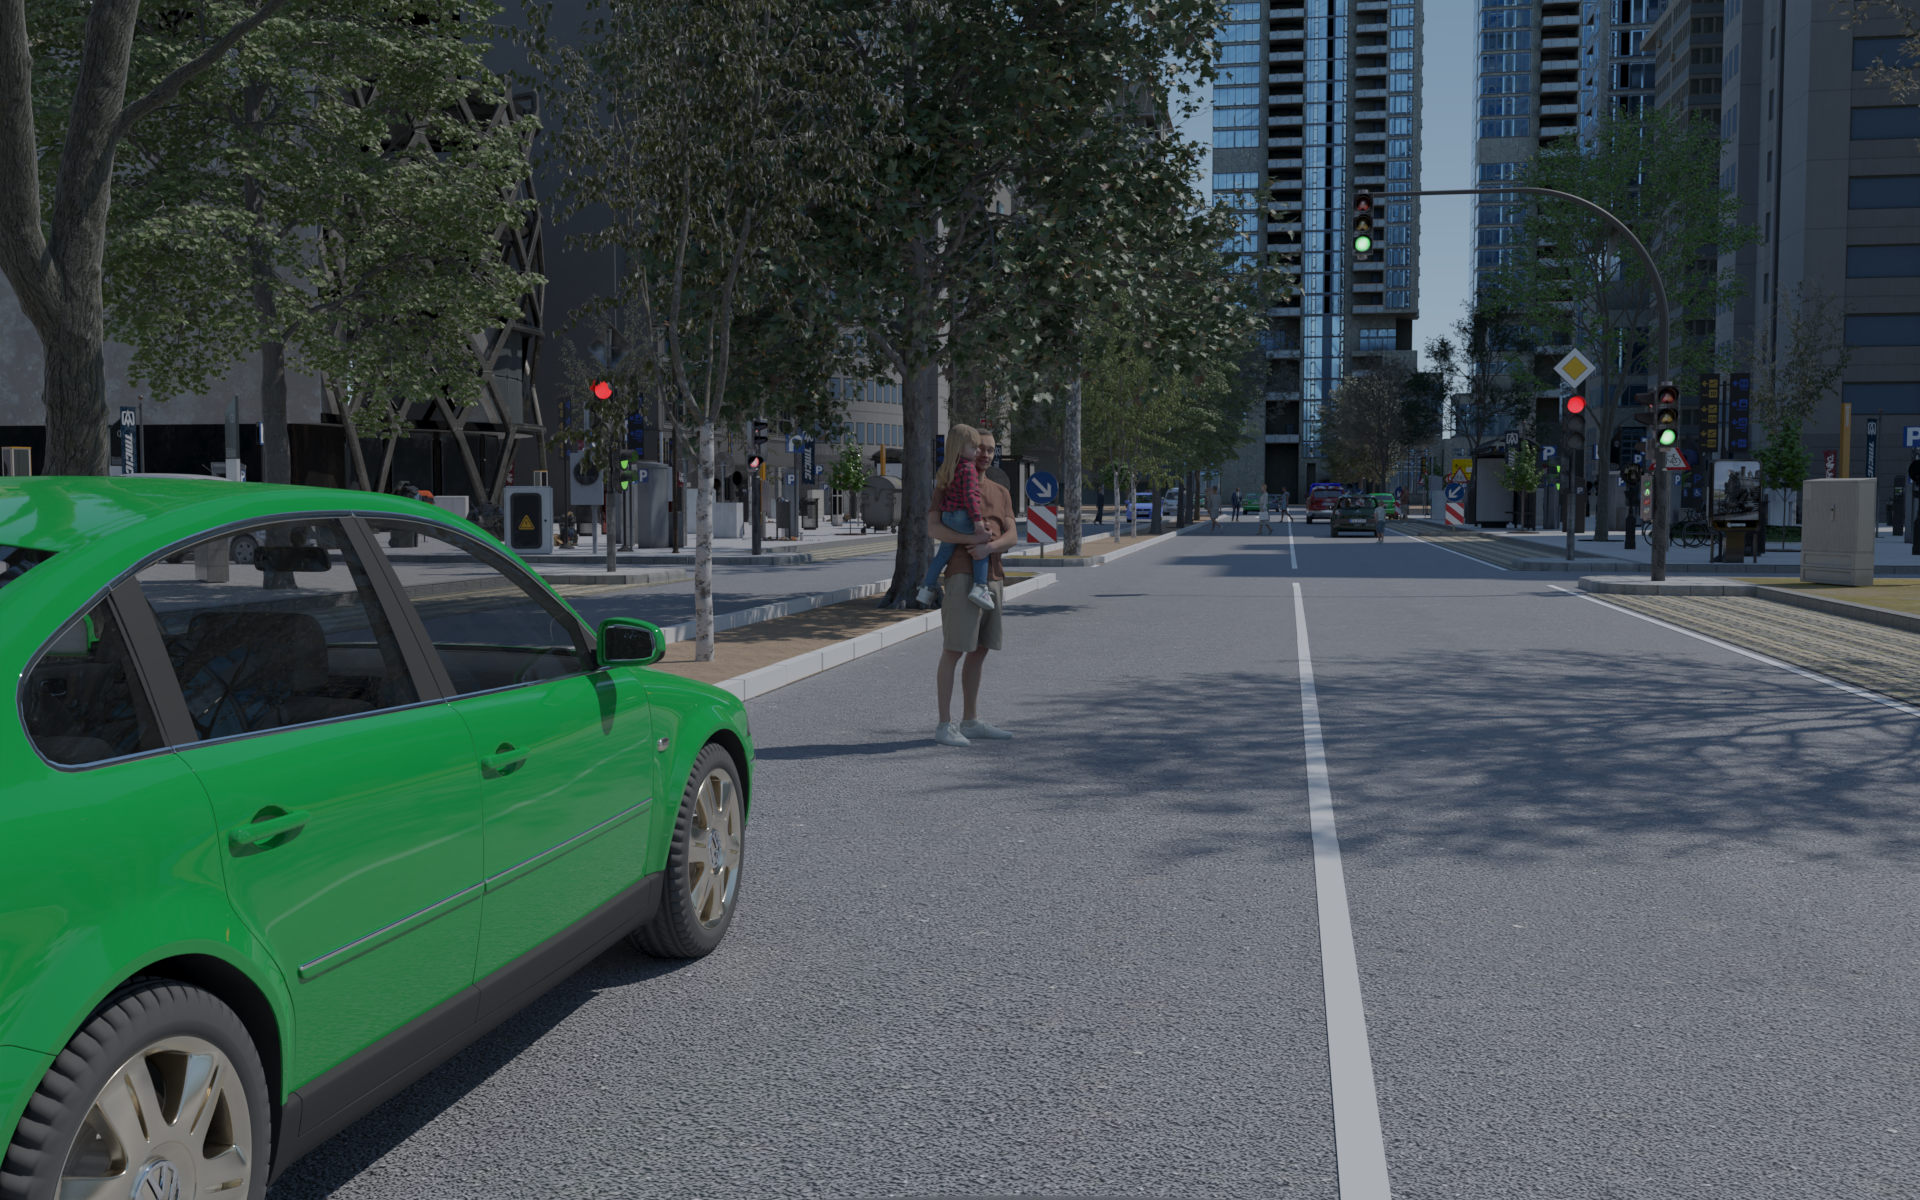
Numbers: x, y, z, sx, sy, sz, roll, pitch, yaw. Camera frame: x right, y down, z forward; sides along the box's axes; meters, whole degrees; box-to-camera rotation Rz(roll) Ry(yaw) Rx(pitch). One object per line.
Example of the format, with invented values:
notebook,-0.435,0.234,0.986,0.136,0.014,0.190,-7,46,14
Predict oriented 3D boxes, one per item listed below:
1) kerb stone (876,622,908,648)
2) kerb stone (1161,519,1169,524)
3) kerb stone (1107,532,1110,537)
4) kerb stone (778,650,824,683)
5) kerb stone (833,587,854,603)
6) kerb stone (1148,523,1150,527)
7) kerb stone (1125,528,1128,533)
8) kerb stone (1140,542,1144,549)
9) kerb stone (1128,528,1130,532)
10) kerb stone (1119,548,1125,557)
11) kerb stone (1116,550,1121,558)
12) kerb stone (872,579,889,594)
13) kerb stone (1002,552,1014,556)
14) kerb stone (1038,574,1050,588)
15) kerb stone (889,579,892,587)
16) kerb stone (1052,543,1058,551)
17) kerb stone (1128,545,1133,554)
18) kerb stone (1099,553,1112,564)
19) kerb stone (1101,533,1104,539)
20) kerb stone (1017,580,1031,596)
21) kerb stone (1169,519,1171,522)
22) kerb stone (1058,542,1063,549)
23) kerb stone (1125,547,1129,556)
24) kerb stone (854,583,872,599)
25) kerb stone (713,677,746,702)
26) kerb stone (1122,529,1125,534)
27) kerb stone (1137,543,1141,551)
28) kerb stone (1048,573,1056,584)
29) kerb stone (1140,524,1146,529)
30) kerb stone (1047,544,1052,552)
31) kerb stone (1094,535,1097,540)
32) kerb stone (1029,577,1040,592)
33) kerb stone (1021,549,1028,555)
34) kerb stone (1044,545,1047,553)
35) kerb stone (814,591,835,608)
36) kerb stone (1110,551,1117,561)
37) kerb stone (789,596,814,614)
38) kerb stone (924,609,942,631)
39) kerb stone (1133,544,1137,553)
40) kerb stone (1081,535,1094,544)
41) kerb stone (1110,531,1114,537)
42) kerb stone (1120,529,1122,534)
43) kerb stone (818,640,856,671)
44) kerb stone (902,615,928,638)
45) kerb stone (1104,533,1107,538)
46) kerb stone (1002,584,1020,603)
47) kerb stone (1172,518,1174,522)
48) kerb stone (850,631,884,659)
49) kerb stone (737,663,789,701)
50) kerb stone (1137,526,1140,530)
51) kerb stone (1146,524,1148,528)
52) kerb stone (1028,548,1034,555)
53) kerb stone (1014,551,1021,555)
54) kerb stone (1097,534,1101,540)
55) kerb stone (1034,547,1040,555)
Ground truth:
kerb stone,-0.686,0.347,16.525,0.120,0.150,1.000,1,4,11
kerb stone,10.054,-3.836,84.919,0.120,0.150,1.000,1,4,11
kerb stone,4.733,-2.110,56.695,0.120,0.150,1.000,1,4,11
kerb stone,-1.269,0.532,13.492,0.120,0.150,1.000,1,4,11
kerb stone,-1.613,-0.043,22.945,0.120,0.150,1.000,1,4,11
kerb stone,7.781,-3.097,72.826,0.120,0.150,1.000,1,4,11
kerb stone,5.883,-2.479,62.743,0.120,0.150,1.000,1,4,11
kerb stone,4.532,-1.348,44.238,0.120,0.150,1.000,1,4,11
kerb stone,6.074,-2.542,63.762,0.120,0.150,1.000,1,4,11
kerb stone,3.578,-1.040,39.193,0.120,0.150,1.000,1,4,11
kerb stone,3.385,-0.977,38.179,0.120,0.150,1.000,1,4,11
kerb stone,-1.230,-0.169,24.955,0.120,0.150,1.000,1,4,11
kerb stone,0.943,-0.878,36.555,0.120,0.150,1.000,1,4,11
kerb stone,1.211,-0.269,26.588,0.120,0.150,1.000,1,4,11
kerb stone,-1.042,-0.229,25.964,0.120,0.150,1.000,1,4,11
kerb stone,2.276,-1.309,43.591,0.120,0.150,1.000,1,4,11
kerb stone,3.959,-1.163,41.219,0.120,0.150,1.000,1,4,11
kerb stone,3.011,-0.854,36.163,0.120,0.150,1.000,1,4,11
kerb stone,4.364,-1.987,54.684,0.120,0.150,1.000,1,4,11
kerb stone,0.834,-0.146,24.579,0.120,0.150,1.000,1,4,11
kerb stone,10.254,-3.895,85.931,0.120,0.150,1.000,1,4,11
kerb stone,2.468,-1.365,44.596,0.120,0.150,1.000,1,4,11
kerb stone,3.768,-1.102,40.210,0.120,0.150,1.000,1,4,11
kerb stone,-1.426,-0.106,23.950,0.120,0.150,1.000,1,4,11
kerb stone,-1.643,0.657,11.473,0.120,0.150,1.000,1,4,11
kerb stone,5.698,-2.419,61.738,0.120,0.150,1.000,1,4,11
kerb stone,4.350,-1.287,43.231,0.120,0.150,1.000,1,4,11
kerb stone,1.400,-0.327,27.594,0.120,0.150,1.000,1,4,11
kerb stone,7.403,-2.967,70.801,0.120,0.150,1.000,1,4,11
kerb stone,2.085,-1.243,42.587,0.120,0.150,1.000,1,4,11
kerb stone,3.983,-1.863,52.662,0.120,0.150,1.000,1,4,11
kerb stone,1.017,-0.205,25.585,0.120,0.150,1.000,1,4,11
kerb stone,1.322,-0.997,38.564,0.120,0.150,1.000,1,4,11
kerb stone,1.891,-1.186,41.583,0.120,0.150,1.000,1,4,11
kerb stone,-1.808,0.024,21.942,0.120,0.150,1.000,1,4,11
kerb stone,3.202,-0.915,37.167,0.120,0.150,1.000,1,4,11
kerb stone,-1.989,0.078,20.928,0.120,0.150,1.000,1,4,11
kerb stone,-0.305,0.223,18.544,0.120,0.150,1.000,1,4,11
kerb stone,4.154,-1.225,42.225,0.120,0.150,1.000,1,4,11
kerb stone,3.802,-1.802,51.656,0.120,0.150,1.000,1,4,11
kerb stone,4.939,-2.169,57.704,0.120,0.150,1.000,1,4,11
kerb stone,5.499,-2.357,60.726,0.120,0.150,1.000,1,4,11
kerb stone,-1.072,0.471,14.498,0.120,0.150,1.000,1,4,11
kerb stone,-0.508,0.285,17.532,0.120,0.150,1.000,1,4,11
kerb stone,4.550,-2.049,55.689,0.120,0.150,1.000,1,4,11
kerb stone,0.645,-0.084,23.574,0.120,0.150,1.000,1,4,11
kerb stone,10.627,-4.021,87.945,0.120,0.150,1.000,1,4,11
kerb stone,-0.878,0.413,15.505,0.120,0.150,1.000,1,4,11
kerb stone,-1.452,0.594,12.478,0.120,0.150,1.000,1,4,11
kerb stone,6.835,-2.786,67.786,0.120,0.150,1.000,1,4,11
kerb stone,7.592,-3.035,71.820,0.120,0.150,1.000,1,4,11
kerb stone,1.511,-1.063,39.569,0.120,0.150,1.000,1,4,11
kerb stone,1.134,-0.940,37.559,0.120,0.150,1.000,1,4,11
kerb stone,4.171,-1.925,53.667,0.120,0.150,1.000,1,4,11
kerb stone,1.706,-1.124,40.573,0.120,0.150,1.000,1,4,11
